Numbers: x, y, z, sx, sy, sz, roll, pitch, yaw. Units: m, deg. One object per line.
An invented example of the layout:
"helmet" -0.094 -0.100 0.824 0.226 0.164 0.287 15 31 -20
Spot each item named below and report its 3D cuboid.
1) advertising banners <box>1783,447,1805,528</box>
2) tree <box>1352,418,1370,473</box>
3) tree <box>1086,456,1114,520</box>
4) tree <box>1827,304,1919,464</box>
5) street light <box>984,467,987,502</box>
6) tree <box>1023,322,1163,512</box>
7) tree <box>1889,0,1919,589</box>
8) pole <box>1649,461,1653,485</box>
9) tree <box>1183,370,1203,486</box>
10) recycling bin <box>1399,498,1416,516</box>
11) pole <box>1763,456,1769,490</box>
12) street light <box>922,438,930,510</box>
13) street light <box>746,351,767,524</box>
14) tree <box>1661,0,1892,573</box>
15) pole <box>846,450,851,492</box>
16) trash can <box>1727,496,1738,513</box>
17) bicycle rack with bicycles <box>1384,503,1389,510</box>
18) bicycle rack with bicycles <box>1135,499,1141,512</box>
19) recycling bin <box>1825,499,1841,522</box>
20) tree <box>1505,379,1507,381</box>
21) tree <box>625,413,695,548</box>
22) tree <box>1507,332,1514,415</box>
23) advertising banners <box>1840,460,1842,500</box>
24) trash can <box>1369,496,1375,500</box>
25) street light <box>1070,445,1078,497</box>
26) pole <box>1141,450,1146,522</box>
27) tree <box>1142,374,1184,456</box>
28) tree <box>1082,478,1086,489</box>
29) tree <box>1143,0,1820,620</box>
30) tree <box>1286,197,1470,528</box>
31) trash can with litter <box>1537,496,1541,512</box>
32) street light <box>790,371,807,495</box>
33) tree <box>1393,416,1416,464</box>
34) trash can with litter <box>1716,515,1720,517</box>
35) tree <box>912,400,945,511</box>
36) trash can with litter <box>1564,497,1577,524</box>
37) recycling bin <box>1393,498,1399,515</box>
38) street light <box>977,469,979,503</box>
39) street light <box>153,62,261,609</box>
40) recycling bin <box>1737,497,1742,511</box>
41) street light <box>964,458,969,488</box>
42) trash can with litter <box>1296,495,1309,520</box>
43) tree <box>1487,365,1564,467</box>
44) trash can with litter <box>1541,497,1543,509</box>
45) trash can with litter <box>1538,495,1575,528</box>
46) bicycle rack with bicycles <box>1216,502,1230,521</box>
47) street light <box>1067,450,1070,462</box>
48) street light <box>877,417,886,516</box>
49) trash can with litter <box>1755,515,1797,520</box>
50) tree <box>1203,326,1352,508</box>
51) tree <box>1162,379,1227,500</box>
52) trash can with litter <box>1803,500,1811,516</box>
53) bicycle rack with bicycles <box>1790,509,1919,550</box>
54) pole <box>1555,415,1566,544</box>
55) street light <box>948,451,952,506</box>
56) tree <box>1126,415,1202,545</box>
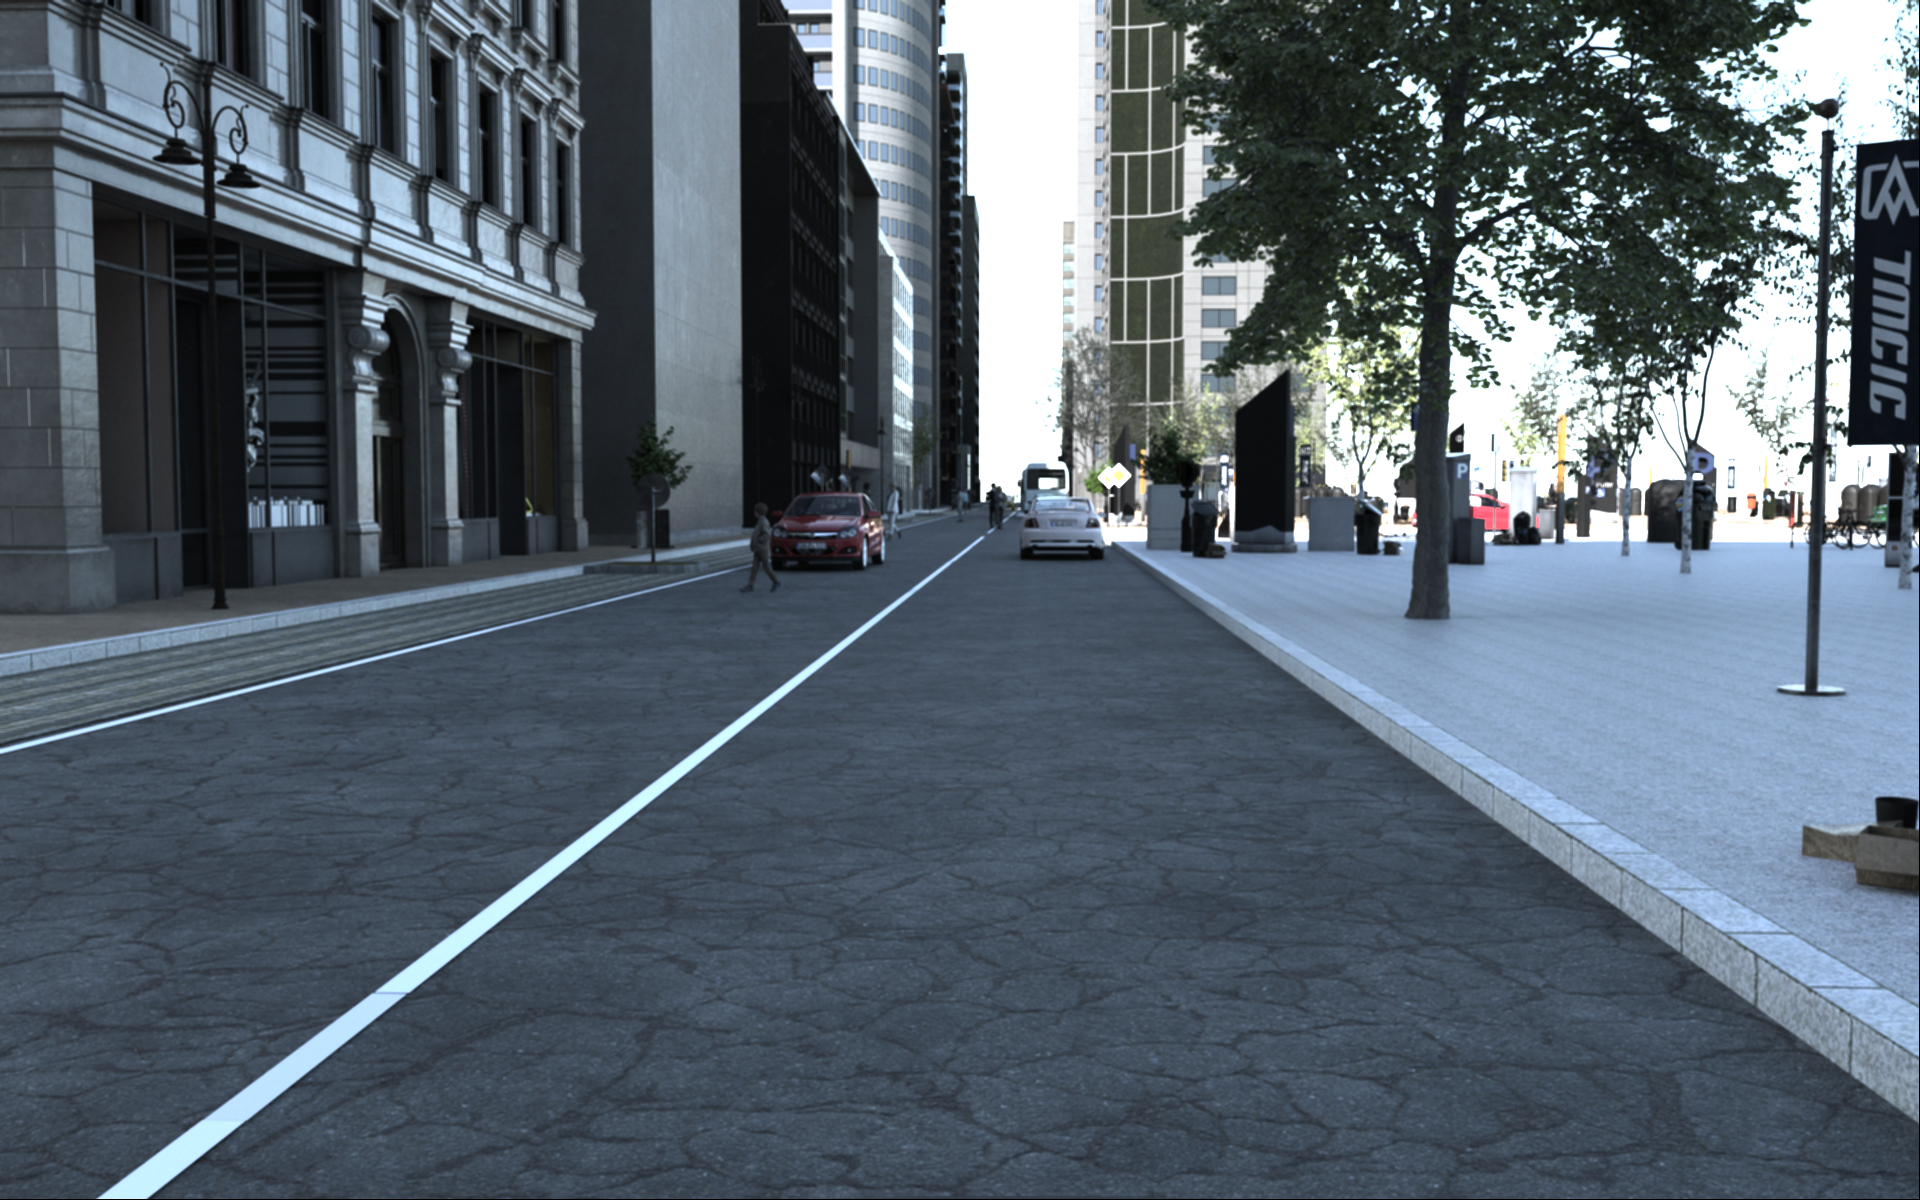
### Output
"advertising banners" 31.367 -4.221 65.205 2.074 3.025 0.090 -3 5 -43
"tree" 26.825 -10.496 121.972 4.360 8.622 3.978 0 3 0
"tree" 7.657 -5.666 87.241 1.663 3.219 1.824 0 3 0
"tree" 28.639 -6.244 52.459 4.737 8.622 4.395 0 3 0
"street light" 4.388 -19.917 298.434 0.468 5.910 1.993 0 4 3
"tree" 9.521 -13.111 124.727 12.009 13.543 11.850 0 3 0
"tree" 12.839 -4.474 23.521 4.360 8.622 3.978 0 3 0
"pole" 43.009 -6.973 107.853 0.158 3.312 0.155 0 3 0
"tree" 14.930 -8.902 95.917 4.360 8.622 3.978 0 3 0
"recycling bin" 26.070 -5.360 100.193 0.722 1.027 0.722 -3 5 -40
"pole" 42.787 -6.002 91.975 0.158 3.312 0.155 0 3 0
"street light" -2.627 -10.331 141.697 0.468 5.910 1.993 0 4 3
"street light" -6.583 -5.101 56.184 0.468 5.910 1.993 0 4 3
"tree" 11.799 -4.760 28.191 4.360 8.622 3.978 0 3 0
"pole" -5.150 -5.282 80.200 0.158 3.312 0.155 0 3 0
"trash can" 52.149 -6.442 116.976 0.748 1.137 0.748 0 3 0
"bicycle rack with bicycles" 31.713 -6.870 125.706 2.852 0.926 2.925 0 4 1
"bicycle rack with bicycles" 12.344 -6.783 124.286 2.852 0.926 2.925 0 4 -7
"recycling bin" 40.712 -4.160 80.571 0.722 1.027 0.722 2 4 32
"tree" 23.914 -7.310 69.879 4.360 8.622 3.978 0 3 0
"tree" -7.349 -2.847 41.155 1.663 3.219 1.824 0 3 0
"tree" 13.997 -5.245 36.110 4.360 8.622 3.978 0 3 0
"advertising banners" 45.088 -5.653 88.618 0.090 3.025 2.074 2 4 24
"trash can" 31.913 -7.467 133.732 0.748 1.137 0.748 0 3 0
"street light" 9.492 -10.350 142.007 0.468 5.910 1.993 0 4 3
"pole" 8.451 -5.263 79.894 0.158 3.312 0.155 0 3 0
"tree" 13.005 -9.325 102.827 4.360 8.622 3.978 0 3 0
"tree" 8.607 -6.735 104.719 1.663 3.219 1.824 0 3 0
"tree" 5.196 -6.095 17.786 7.486 12.596 7.792 0 3 0
"tree" 9.773 -5.606 42.016 4.737 8.622 4.395 0 3 0
"trash can with litter" 36.409 -5.964 108.904 0.624 1.170 1.055 2 4 32
"street light" -6.067 -5.650 65.159 0.468 5.910 1.993 0 4 3
"tree" 35.721 -11.285 134.878 4.360 8.622 3.978 0 3 0
"trash can with litter" 41.754 -5.261 97.073 2.233 1.210 1.678 -2 4 -25
"tree" -3.340 -11.245 134.224 4.737 8.622 4.395 0 3 0
"trash can with litter" 25.903 -3.812 73.716 1.055 1.170 0.624 -3 5 -40
"recycling bin" 26.162 -5.525 102.885 0.722 1.027 0.722 0 4 2
"street light" 2.746 -17.675 261.765 0.468 5.910 1.993 0 4 3
"street light" -8.263 -2.837 19.167 0.468 5.910 1.993 0 4 3
"recycling bin" 59.477 -7.348 132.694 0.722 1.027 0.722 1 4 23
"street light" 1.033 -15.407 224.699 0.468 5.910 1.993 0 4 3
"trash can with litter" 17.787 -4.671 87.432 2.233 1.210 1.678 -2 4 -35
"tree" 32.434 -9.124 99.539 4.737 8.622 4.395 0 3 0
"trash can with litter" 27.636 -4.226 80.476 0.624 1.170 1.055 3 5 41
"trash can with litter" 22.407 -3.390 66.482 2.233 1.210 1.678 2 4 27
"bicycle rack with bicycles" 13.209 -4.202 82.088 2.925 0.926 2.852 0 4 7
"street light" 11.262 -12.599 178.780 0.468 5.910 1.993 0 4 3
"street light" -4.591 -7.893 101.836 0.468 5.910 1.993 0 4 3
"trash can with litter" 40.885 -4.642 86.951 1.678 1.210 2.233 -3 4 -38
"tree" 13.376 -7.511 73.161 4.360 8.622 3.978 0 3 0
"tree" 15.120 -9.799 110.571 4.737 8.622 4.395 0 3 0
"trash can with litter" 50.091 -5.544 102.027 0.624 1.170 1.055 -3 5 -39
"bicycle rack with bicycles" 21.051 -1.687 40.968 2.852 0.926 2.925 -1 4 -18
"pole" 15.480 -3.105 44.608 0.158 3.312 0.155 0 3 0
"street light" -1.036 -12.598 178.764 0.468 5.910 1.993 0 4 3
"tree" 5.164 -2.918 42.307 1.663 3.219 1.824 0 3 0
